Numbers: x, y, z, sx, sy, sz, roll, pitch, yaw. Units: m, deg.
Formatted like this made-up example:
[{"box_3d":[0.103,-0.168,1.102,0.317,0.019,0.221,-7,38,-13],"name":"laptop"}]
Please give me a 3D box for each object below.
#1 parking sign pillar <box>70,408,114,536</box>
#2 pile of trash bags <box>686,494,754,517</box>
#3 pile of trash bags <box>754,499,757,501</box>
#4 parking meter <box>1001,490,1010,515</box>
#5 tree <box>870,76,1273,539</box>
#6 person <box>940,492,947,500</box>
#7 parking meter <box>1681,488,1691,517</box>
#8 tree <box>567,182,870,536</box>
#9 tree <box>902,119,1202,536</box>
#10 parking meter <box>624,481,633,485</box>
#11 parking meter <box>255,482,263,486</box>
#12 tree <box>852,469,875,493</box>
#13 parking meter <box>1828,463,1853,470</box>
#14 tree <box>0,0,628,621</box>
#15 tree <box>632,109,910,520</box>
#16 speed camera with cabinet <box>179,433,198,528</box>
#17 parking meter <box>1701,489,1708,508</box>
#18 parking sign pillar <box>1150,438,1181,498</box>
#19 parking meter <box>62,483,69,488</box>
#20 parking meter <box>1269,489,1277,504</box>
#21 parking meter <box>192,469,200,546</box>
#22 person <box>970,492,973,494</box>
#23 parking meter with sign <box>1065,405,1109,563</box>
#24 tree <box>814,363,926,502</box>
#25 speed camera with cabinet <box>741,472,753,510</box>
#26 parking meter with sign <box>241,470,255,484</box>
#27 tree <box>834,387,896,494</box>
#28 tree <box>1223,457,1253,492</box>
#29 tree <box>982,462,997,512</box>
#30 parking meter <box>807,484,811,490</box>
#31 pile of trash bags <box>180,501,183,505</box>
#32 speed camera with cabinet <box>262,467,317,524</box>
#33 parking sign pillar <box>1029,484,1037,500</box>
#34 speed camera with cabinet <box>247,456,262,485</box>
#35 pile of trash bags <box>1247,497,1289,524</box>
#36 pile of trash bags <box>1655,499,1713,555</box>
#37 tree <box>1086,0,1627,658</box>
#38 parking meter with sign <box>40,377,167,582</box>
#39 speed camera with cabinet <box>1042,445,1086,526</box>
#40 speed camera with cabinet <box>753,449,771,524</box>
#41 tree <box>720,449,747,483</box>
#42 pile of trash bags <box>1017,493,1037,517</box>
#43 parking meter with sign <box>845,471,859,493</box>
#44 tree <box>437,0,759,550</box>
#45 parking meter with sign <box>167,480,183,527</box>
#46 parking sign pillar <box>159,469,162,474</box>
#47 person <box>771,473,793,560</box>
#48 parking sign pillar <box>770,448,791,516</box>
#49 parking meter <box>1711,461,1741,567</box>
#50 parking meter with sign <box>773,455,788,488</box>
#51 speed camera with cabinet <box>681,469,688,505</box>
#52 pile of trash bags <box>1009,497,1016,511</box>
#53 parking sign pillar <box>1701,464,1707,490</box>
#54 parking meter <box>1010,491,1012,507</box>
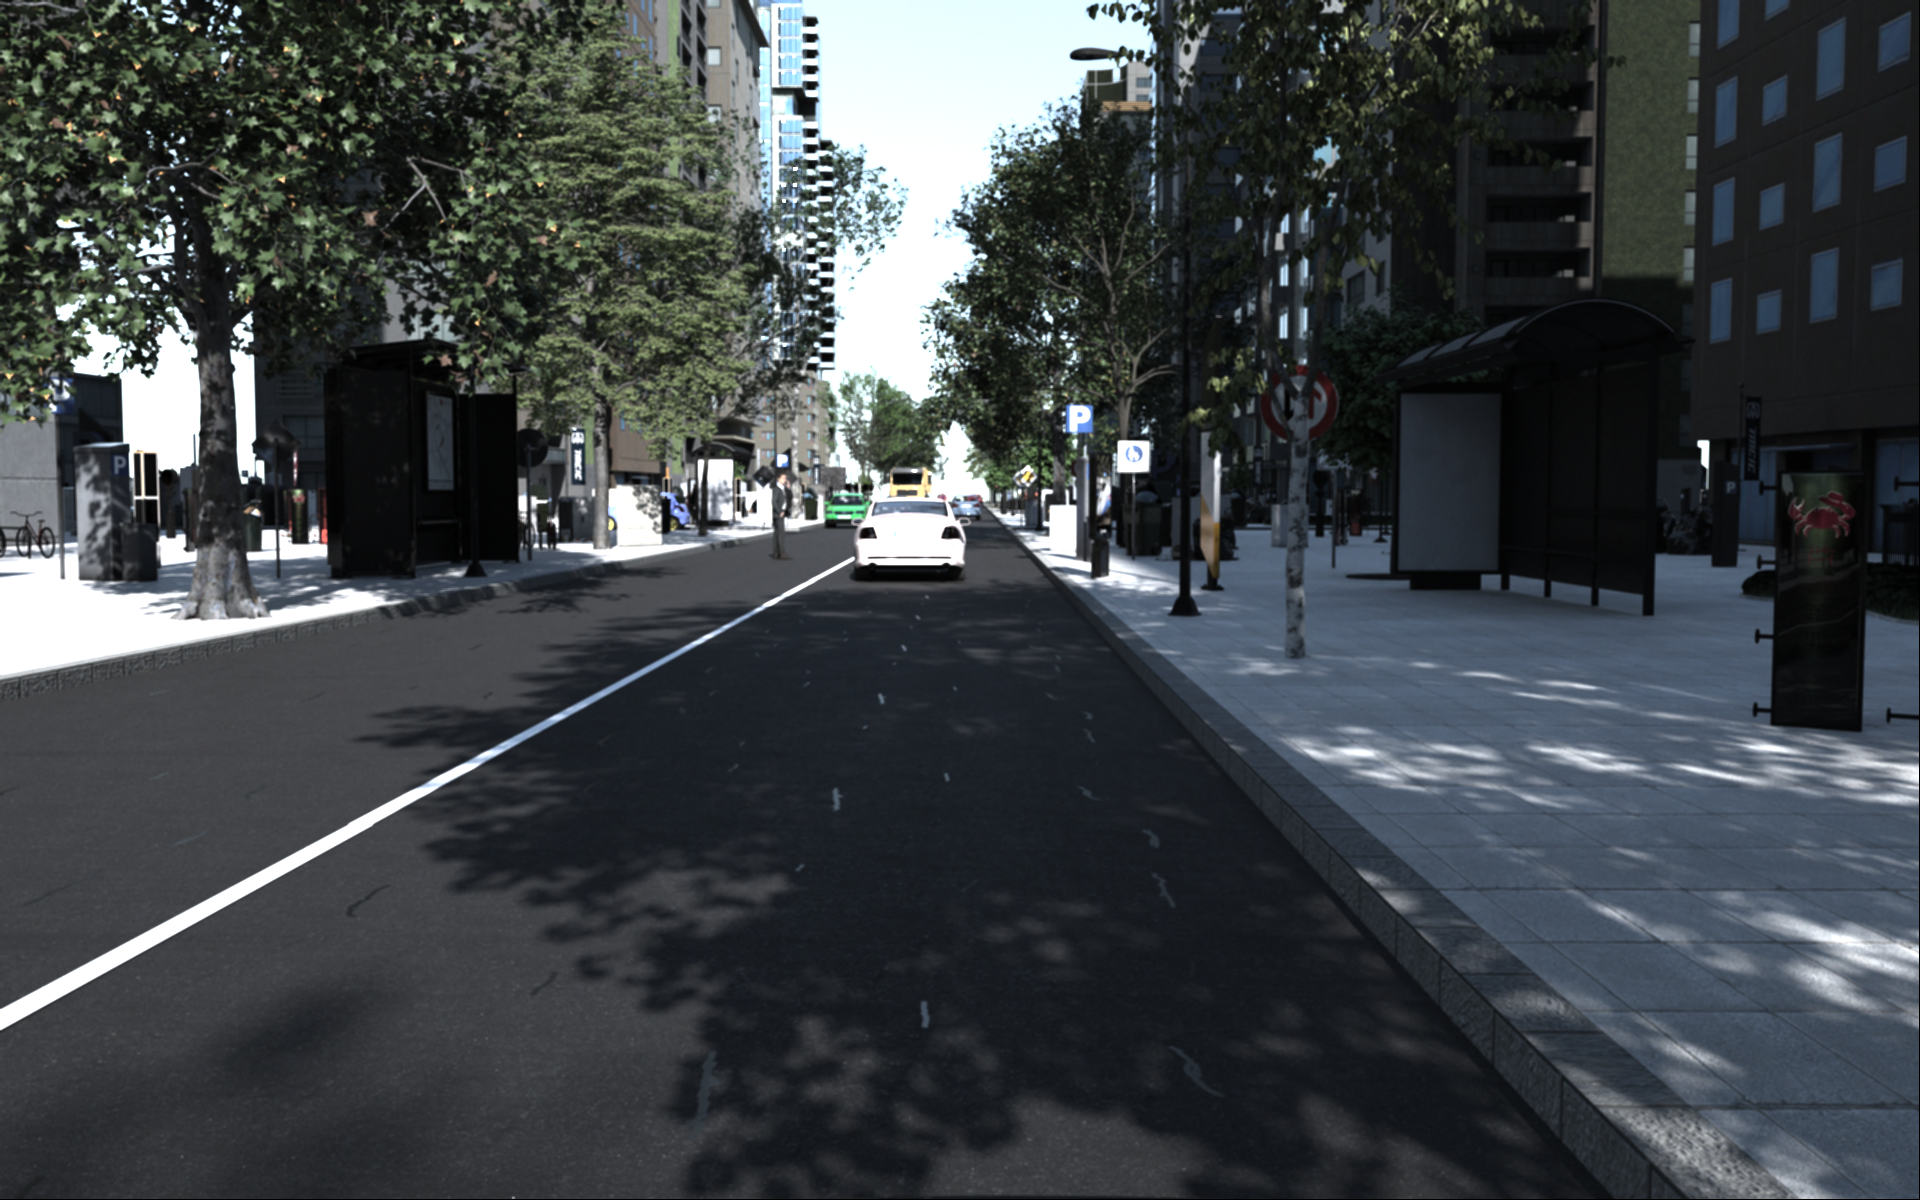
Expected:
[{"box_3d":[-26.867,-3.992,53.749,1.447,3.967,1.447,1,4,21],"name":"parking sign pillar"},{"box_3d":[-13.488,-5.233,95.315,3.447,1.369,1.912,-3,4,-37],"name":"pile of trash bags"},{"box_3d":[-13.132,-6.892,122.438,1.912,1.369,3.447,3,4,39],"name":"pile of trash bags"},{"box_3d":[2.747,-6.115,108.394,0.372,1.533,0.369,0,3,0],"name":"parking meter"},{"box_3d":[3.608,-6.396,38.984,7.601,10.594,8.767,2,4,30],"name":"tree"},{"box_3d":[-2.261,-13.680,232.850,0.721,1.739,1.217,3,5,44],"name":"person"},{"box_3d":[29.150,-3.739,69.544,0.372,1.533,0.369,0,3,0],"name":"parking meter"},{"box_3d":[-7.842,-7.226,52.557,8.767,10.594,7.601,-1,4,-14],"name":"tree"},{"box_3d":[2.920,-8.287,52.498,9.611,12.733,9.660,0,3,0],"name":"tree"},{"box_3d":[-15.045,-4.455,78.555,0.399,1.863,0.255,0,4,3],"name":"parking meter"},{"box_3d":[-34.327,-4.844,84.917,0.255,1.863,0.399,2,4,27],"name":"parking meter"},{"box_3d":[-7.421,-8.284,130.040,1.663,3.219,1.824,0,3,0],"name":"tree"},{"box_3d":[16.536,-1.642,32.557,0.255,1.863,0.399,-2,4,-30],"name":"parking meter"},{"box_3d":[-7.767,-6.164,17.791,9.611,12.733,9.660,0,3,0],"name":"tree"},{"box_3d":[-9.655,-14.131,86.923,12.611,20.169,13.585,0,3,0],"name":"tree"},{"box_3d":[-25.305,-3.833,57.006,0.660,3.252,2.038,-1,4,-19],"name":"speed camera with cabinet"},{"box_3d":[38.865,-5.022,90.519,0.372,1.533,0.369,0,3,0],"name":"parking meter"},{"box_3d":[8.938,-5.315,75.375,1.447,3.967,1.447,3,4,36],"name":"parking sign pillar"},{"box_3d":[-45.657,-5.050,88.285,0.399,1.863,0.255,0,4,2],"name":"parking meter"},{"box_3d":[16.346,-5.017,90.440,0.372,1.533,0.369,0,3,0],"name":"parking meter"},{"box_3d":[-17.798,-2.141,40.716,0.255,1.863,0.399,3,4,38],"name":"parking meter"},{"box_3d":[1.666,-15.845,267.439,0.709,1.838,0.599,-3,4,-39],"name":"person"},{"box_3d":[2.477,-2.253,33.101,0.543,3.016,1.738,-1,4,-11],"name":"parking meter with sign"},{"box_3d":[-7.539,-13.036,138.898,9.928,11.665,9.643,0,3,0],"name":"tree"},{"box_3d":[-16.851,-8.741,137.247,0.660,3.252,2.038,3,4,38],"name":"speed camera with cabinet"},{"box_3d":[-56.086,-8.594,136.764,0.543,3.016,1.738,-3,5,-45],"name":"parking meter with sign"},{"box_3d":[-6.701,-10.232,117.655,4.360,8.622,3.978,0,3,0],"name":"tree"},{"box_3d":[14.095,-5.694,87.703,1.663,3.219,1.824,0,3,0],"name":"tree"},{"box_3d":[4.290,-8.318,119.707,4.285,4.588,4.351,0,3,0],"name":"tree"},{"box_3d":[-8.681,-5.812,100.745,0.399,1.863,0.255,3,4,38],"name":"parking meter"},{"box_3d":[-63.681,-8.095,142.098,3.447,1.369,1.912,2,4,28],"name":"pile of trash bags"},{"box_3d":[-28.887,-4.918,74.751,2.038,3.252,0.660,-1,4,-21],"name":"speed camera with cabinet"},{"box_3d":[4.993,-7.585,112.482,1.447,3.967,1.447,1,4,10],"name":"parking sign pillar"},{"box_3d":[-37.250,-5.835,89.742,2.038,3.252,0.660,-1,4,-12],"name":"speed camera with cabinet"},{"box_3d":[13.683,-3.944,74.236,1.912,1.369,3.447,-1,4,-21],"name":"pile of trash bags"},{"box_3d":[15.160,-1.730,38.042,1.912,1.369,3.447,-2,4,-31],"name":"pile of trash bags"},{"box_3d":[2.802,-3.861,13.498,4.737,8.622,4.395,0,3,0],"name":"tree"},{"box_3d":[-12.705,-1.798,25.653,1.738,3.016,0.543,1,4,20],"name":"parking meter with sign"},{"box_3d":[4.360,-4.649,70.339,2.038,3.252,0.660,2,4,25],"name":"speed camera with cabinet"},{"box_3d":[-8.523,-4.940,75.097,0.660,3.252,2.038,0,4,-8],"name":"speed camera with cabinet"},{"box_3d":[-17.142,-8.666,125.396,4.285,4.588,4.351,0,3,0],"name":"tree"},{"box_3d":[4.406,-5.210,94.930,1.912,1.369,3.447,0,4,-4],"name":"pile of trash bags"},{"box_3d":[-8.118,-8.364,133.015,1.738,3.016,0.543,2,4,32],"name":"parking meter with sign"},{"box_3d":[-8.697,-7.442,39.801,7.486,12.596,7.792,0,3,0],"name":"tree"},{"box_3d":[-31.163,-4.368,67.685,1.738,3.016,0.543,0,4,-3],"name":"parking meter with sign"},{"box_3d":[-61.742,-8.838,132.972,1.447,3.967,1.447,1,4,15],"name":"parking sign pillar"},{"box_3d":[-3.885,-1.843,38.002,0.474,1.900,0.648,0,4,-2],"name":"person"},{"box_3d":[-10.362,-6.871,100.807,1.447,3.967,1.447,2,4,23],"name":"parking sign pillar"},{"box_3d":[13.490,-1.516,30.493,0.399,1.863,0.255,-1,4,-12],"name":"parking meter"},{"box_3d":[-8.079,-4.960,77.361,0.543,3.016,1.738,-1,4,-16],"name":"parking meter with sign"},{"box_3d":[-21.931,-8.890,139.686,0.660,3.252,2.038,1,4,11],"name":"speed camera with cabinet"},{"box_3d":[4.946,-7.625,134.416,1.912,1.369,3.447,-1,4,-10],"name":"pile of trash bags"},{"box_3d":[52.691,-8.272,123.720,1.447,3.967,1.447,-2,4,-25],"name":"parking sign pillar"},{"box_3d":[3.951,-7.927,138.009,0.372,1.533,0.369,0,3,0],"name":"parking meter"}]
